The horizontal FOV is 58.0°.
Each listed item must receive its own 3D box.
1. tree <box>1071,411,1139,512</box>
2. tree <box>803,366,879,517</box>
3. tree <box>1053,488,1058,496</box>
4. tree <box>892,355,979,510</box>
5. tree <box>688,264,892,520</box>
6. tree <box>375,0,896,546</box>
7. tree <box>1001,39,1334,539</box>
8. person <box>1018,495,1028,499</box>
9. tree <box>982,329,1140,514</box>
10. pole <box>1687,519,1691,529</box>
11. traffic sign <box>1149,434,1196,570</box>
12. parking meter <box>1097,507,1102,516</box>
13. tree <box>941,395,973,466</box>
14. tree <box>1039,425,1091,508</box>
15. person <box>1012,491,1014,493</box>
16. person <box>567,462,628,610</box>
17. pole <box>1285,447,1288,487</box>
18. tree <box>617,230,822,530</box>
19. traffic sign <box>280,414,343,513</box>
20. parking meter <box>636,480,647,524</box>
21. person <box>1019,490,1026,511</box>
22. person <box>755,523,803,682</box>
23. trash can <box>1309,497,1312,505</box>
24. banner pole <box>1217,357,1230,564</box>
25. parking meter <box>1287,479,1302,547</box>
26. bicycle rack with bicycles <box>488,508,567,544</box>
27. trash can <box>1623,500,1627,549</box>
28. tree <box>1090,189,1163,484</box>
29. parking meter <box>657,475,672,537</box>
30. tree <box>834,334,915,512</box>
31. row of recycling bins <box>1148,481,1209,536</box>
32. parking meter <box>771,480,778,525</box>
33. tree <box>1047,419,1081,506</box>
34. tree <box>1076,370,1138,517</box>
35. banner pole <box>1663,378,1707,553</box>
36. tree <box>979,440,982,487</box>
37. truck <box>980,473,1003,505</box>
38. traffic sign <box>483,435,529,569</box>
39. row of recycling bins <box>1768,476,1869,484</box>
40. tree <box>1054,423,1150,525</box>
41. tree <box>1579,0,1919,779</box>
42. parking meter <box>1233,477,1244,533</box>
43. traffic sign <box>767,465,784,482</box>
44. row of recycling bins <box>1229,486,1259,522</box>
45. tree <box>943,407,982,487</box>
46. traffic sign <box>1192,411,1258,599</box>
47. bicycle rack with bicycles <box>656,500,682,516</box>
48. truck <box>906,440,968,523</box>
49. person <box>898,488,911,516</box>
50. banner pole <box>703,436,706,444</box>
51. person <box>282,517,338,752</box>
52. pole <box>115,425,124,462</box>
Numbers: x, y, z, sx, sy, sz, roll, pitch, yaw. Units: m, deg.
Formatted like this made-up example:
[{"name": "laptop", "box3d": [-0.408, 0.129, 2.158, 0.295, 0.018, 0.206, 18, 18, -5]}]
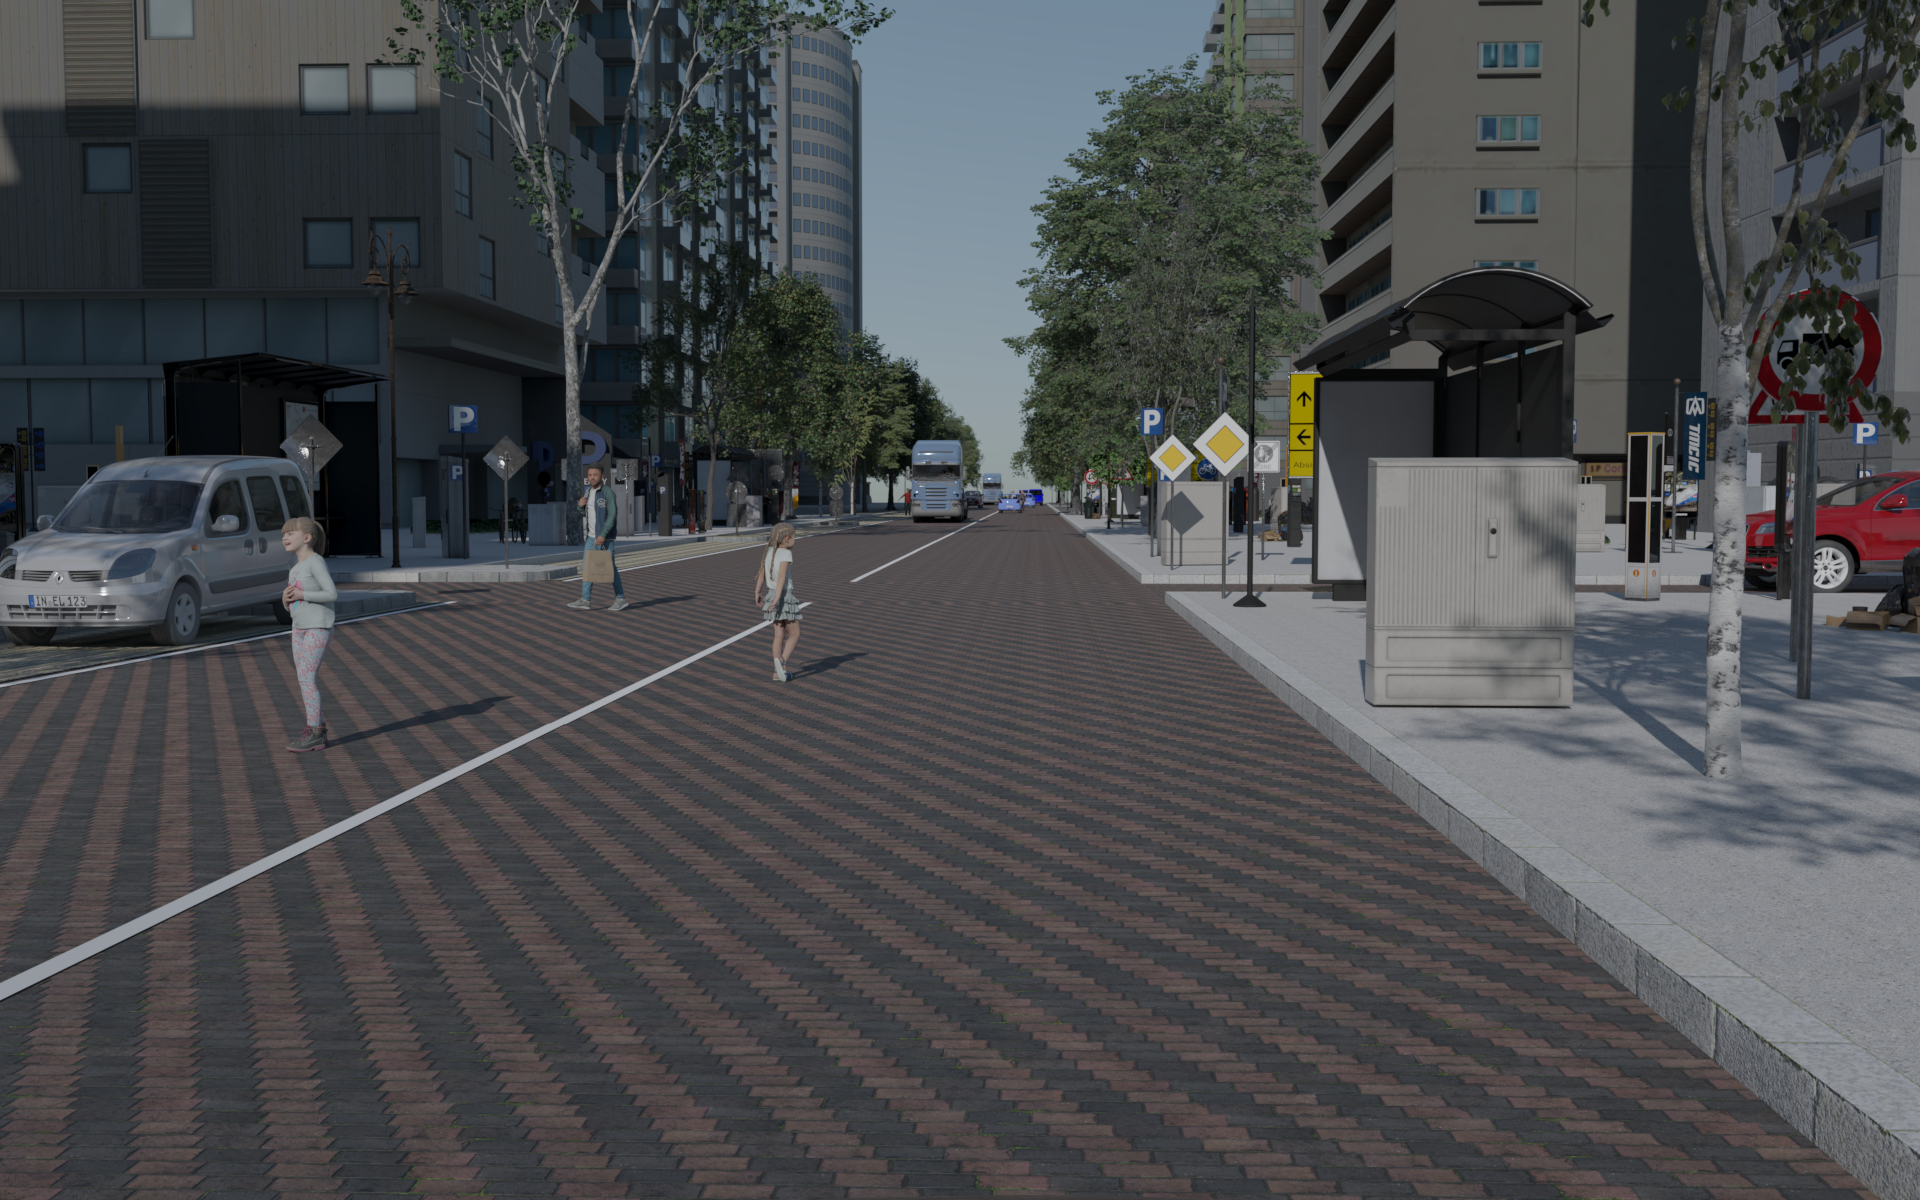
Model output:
[{"name": "tree", "box3d": [9.252, -12.024, 122.345, 9.928, 11.665, 9.643, 0, 3, 0]}, {"name": "tree", "box3d": [-7.549, -8.934, 96.440, 4.737, 8.622, 4.395, 0, 3, 0]}, {"name": "tree", "box3d": [14.723, -18.785, 257.494, 4.737, 8.622, 4.395, 0, 3, 0]}, {"name": "tree", "box3d": [-5.470, -13.584, 139.108, 9.611, 12.733, 9.660, 0, 3, 0]}, {"name": "tree", "box3d": [-8.574, -10.356, 86.320, 9.611, 12.733, 9.660, 0, 3, 0]}, {"name": "tree", "box3d": [-8.418, -11.357, 41.568, 12.611, 20.169, 13.585, 0, 3, 0]}, {"name": "tree", "box3d": [5.836, -8.749, 49.704, 9.857, 13.997, 8.962, 0, 3, 0]}, {"name": "person", "box3d": [6.199, -10.083, 174.077, 1.217, 1.735, 0.721, 0, 4, 8]}, {"name": "tree", "box3d": [7.633, -11.872, 111.117, 9.611, 12.733, 9.660, 0, 3, 0]}, {"name": "pole", "box3d": [26.832, -4.279, 63.802, 0.158, 3.312, 0.155, 0, 3, 0]}, {"name": "traffic sign", "box3d": [3.569, -1.559, 29.139, 0.795, 2.450, 0.064, 0, 4, 2]}, {"name": "parking meter", "box3d": [8.248, -5.776, 102.849, 0.372, 1.533, 0.369, 0, 3, 0]}, {"name": "tree", "box3d": [-3.598, -17.665, 199.191, 12.009, 13.543, 11.850, 0, 3, 0]}, {"name": "tree", "box3d": [10.393, -14.831, 160.612, 7.486, 12.596, 7.792, 0, 3, 0]}, {"name": "person", "box3d": [4.501, -8.400, 146.775, 0.436, 1.711, 0.756, -1, 4, -20]}, {"name": "person", "box3d": [-4.395, -0.774, 21.147, 0.713, 1.824, 0.794, -2, 4, -32]}, {"name": "pole", "box3d": [14.062, -4.929, 74.428, 0.158, 3.312, 0.155, 0, 3, 0]}, {"name": "tree", "box3d": [-8.608, -7.746, 61.053, 7.601, 10.594, 8.767, 1, 4, 12]}, {"name": "traffic sign", "box3d": [-8.106, -1.102, 21.665, 0.795, 2.450, 0.064, 0, 4, 2]}, {"name": "parking meter", "box3d": [-13.437, -4.122, 73.102, 0.399, 1.863, 0.255, -3, 4, -36]}, {"name": "person", "box3d": [5.295, -8.373, 145.956, 0.434, 1.755, 0.990, 3, 5, 40]}, {"name": "person", "box3d": [-1.443, 0.011, 13.336, 0.505, 1.210, 0.382, 3, 5, 44]}, {"name": "trash can", "box3d": [16.978, -4.336, 82.542, 0.748, 1.137, 0.748, 0, 3, 0]}, {"name": "banner pole", "box3d": [4.840, -2.565, 31.954, 0.401, 3.779, 0.863, 1, 4, 20]}, {"name": "parking meter", "box3d": [8.062, -2.206, 41.779, 0.255, 1.863, 0.399, 0, 4, -5]}, {"name": "bicycle rack with bicycles", "box3d": [-11.184, -1.976, 45.684, 2.852, 0.926, 2.925, 0, 4, -5]}, {"name": "trash can", "box3d": [15.130, -1.645, 38.542, 0.748, 1.137, 0.748, 0, 3, 0]}, {"name": "tree", "box3d": [4.813, -5.515, 40.533, 4.360, 8.622, 3.978, 0, 3, 0]}, {"name": "parking meter", "box3d": [-8.924, -2.852, 52.336, 0.399, 1.863, 0.255, 2, 4, 23]}, {"name": "tree", "box3d": [-6.830, -12.519, 122.816, 7.486, 12.596, 7.792, 0, 3, 0]}, {"name": "row of recycling bins", "box3d": [7.010, -2.897, 54.471, 1.069, 1.692, 3.534, 3, 4, 38]}, {"name": "parking meter", "box3d": [-7.576, -3.982, 70.818, 0.255, 1.863, 0.399, 0, 4, -5]}, {"name": "tree", "box3d": [10.023, -13.076, 148.211, 7.601, 10.594, 8.767, 2, 4, 33]}, {"name": "tree", "box3d": [8.422, -9.051, 98.350, 4.737, 8.622, 4.395, 0, 3, 0]}, {"name": "banner pole", "box3d": [15.712, -2.902, 37.469, 0.863, 3.779, 0.401, 3, 4, 38]}, {"name": "tree", "box3d": [-4.078, -15.163, 164.917, 9.611, 12.733, 9.660, 0, 3, 0]}, {"name": "truck", "box3d": [4.515, -14.664, 229.508, 2.967, 4.110, 18.799, 0, 4, 3]}, {"name": "traffic sign", "box3d": [-7.764, -1.590, 29.643, 0.795, 2.450, 0.064, 0, 4, 2]}, {"name": "row of recycling bins", "box3d": [20.431, -2.004, 39.883, 3.534, 1.692, 1.069, 1, 4, 9]}, {"name": "tree", "box3d": [6.795, -5.451, 72.830, 4.285, 4.588, 4.351, 0, 3, 0]}, {"name": "tree", "box3d": [3.684, -3.496, 7.516, 4.360, 8.622, 3.978, 0, 3, 0]}, {"name": "parking meter", "box3d": [9.302, -3.188, 57.838, 0.255, 1.863, 0.399, -1, 4, -11]}, {"name": "traffic sign", "box3d": [-8.040, -4.615, 75.554, 0.768, 2.556, 0.104, 0, 4, 3]}, {"name": "row of recycling bins", "box3d": [12.773, -4.520, 81.022, 1.069, 1.692, 3.534, 3, 5, 43]}, {"name": "tree", "box3d": [-2.214, -18.630, 222.725, 7.486, 12.596, 7.792, 0, 3, 0]}, {"name": "traffic sign", "box3d": [3.227, -1.071, 21.161, 0.795, 2.450, 0.064, 0, 4, 2]}, {"name": "bicycle rack with bicycles", "box3d": [-17.121, -5.511, 103.491, 2.852, 0.926, 2.925, 3, 5, 40]}, {"name": "truck", "box3d": [-0.950, -6.301, 92.779, 2.967, 4.110, 18.799, 0, 4, 1]}, {"name": "person", "box3d": [-3.413, -6.427, 113.521, 1.348, 1.831, 0.705, 0, 4, -3]}, {"name": "banner pole", "box3d": [-10.900, -5.229, 75.504, 0.863, 3.779, 0.401, -2, 4, -27]}, {"name": "person", "box3d": [-3.676, 0.186, 9.742, 0.425, 1.301, 0.394, 2, 4, 24]}, {"name": "pole", "box3d": [-24.950, -3.526, 51.493, 0.158, 3.312, 0.155, 0, 3, 0]}]
